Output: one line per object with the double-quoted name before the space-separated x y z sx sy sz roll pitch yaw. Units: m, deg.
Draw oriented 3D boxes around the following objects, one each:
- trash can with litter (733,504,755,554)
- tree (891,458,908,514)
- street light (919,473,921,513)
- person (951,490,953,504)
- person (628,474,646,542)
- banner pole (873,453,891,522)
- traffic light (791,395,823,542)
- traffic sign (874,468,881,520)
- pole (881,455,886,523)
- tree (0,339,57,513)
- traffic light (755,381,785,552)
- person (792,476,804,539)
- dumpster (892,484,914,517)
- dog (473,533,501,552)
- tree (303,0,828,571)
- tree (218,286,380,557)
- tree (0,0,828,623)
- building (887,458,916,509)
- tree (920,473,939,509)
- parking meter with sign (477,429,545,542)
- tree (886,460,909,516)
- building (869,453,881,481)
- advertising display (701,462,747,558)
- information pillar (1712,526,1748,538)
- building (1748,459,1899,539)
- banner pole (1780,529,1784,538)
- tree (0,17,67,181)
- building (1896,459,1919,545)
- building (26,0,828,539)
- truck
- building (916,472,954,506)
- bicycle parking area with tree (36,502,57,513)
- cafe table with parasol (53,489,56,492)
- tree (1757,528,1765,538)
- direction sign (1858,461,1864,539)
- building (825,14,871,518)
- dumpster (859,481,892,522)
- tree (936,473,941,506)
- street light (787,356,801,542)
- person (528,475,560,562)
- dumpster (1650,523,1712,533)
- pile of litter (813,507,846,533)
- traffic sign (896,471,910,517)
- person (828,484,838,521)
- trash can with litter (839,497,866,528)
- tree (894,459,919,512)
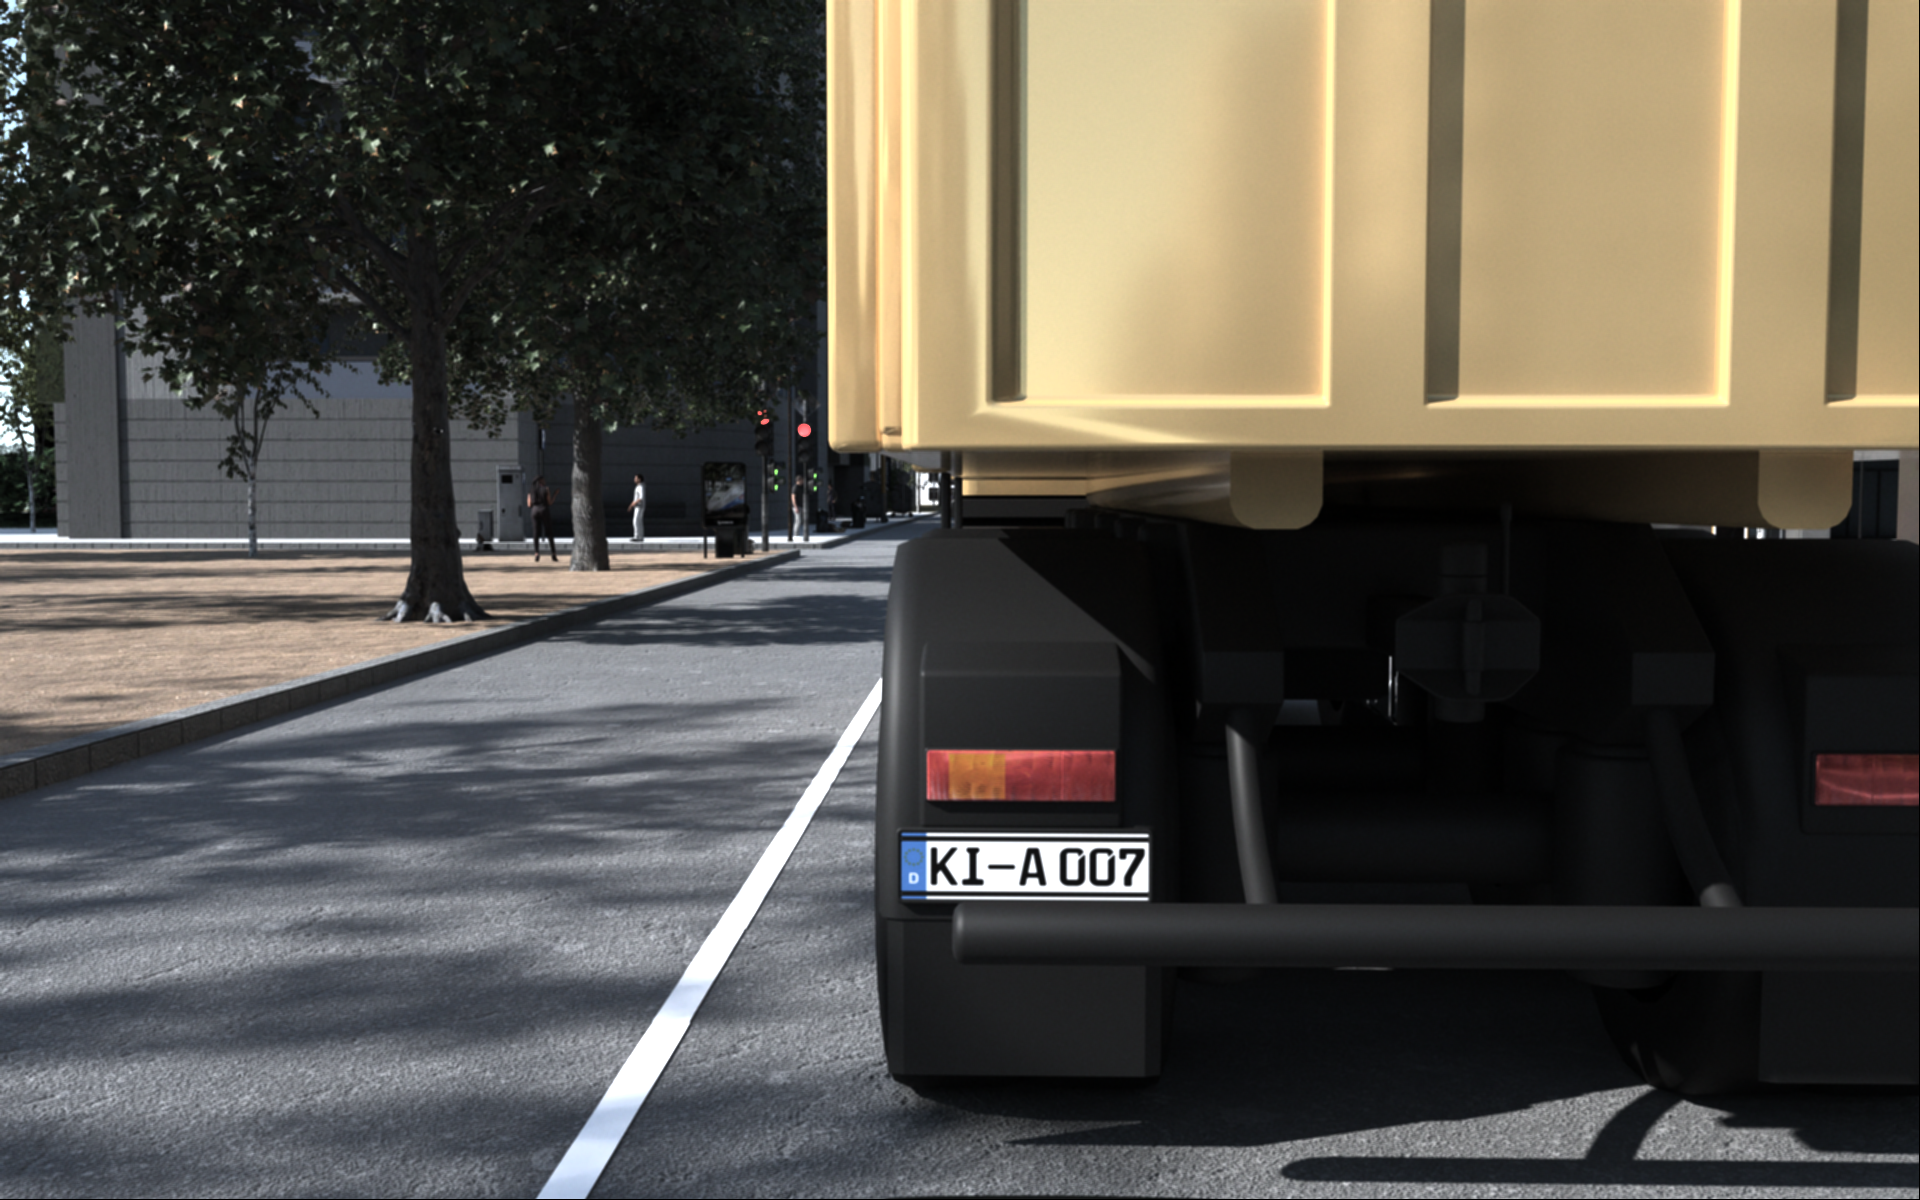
"trash can with litter" -4.731 -1.558 36.859 0.624 1.170 1.055 0 4 6
"tree" -3.802 -12.203 109.887 12.009 13.543 11.850 0 3 0
"street light" -2.735 -8.838 117.292 0.468 5.910 1.993 0 4 1
"person" -0.649 -6.255 111.441 0.621 1.740 0.551 0 4 2
"person" -8.655 -2.454 46.314 0.789 1.805 0.875 -1 4 -14
"banner pole" -3.569 -5.471 79.473 0.863 3.779 0.401 0 4 5
"traffic light" -4.114 -3.516 46.415 0.839 4.253 0.868 0 4 1
"traffic sign" -3.835 -5.145 84.229 0.768 2.556 0.104 1 4 8
"pole" -3.360 -5.035 76.171 0.158 3.312 0.155 0 3 0
"tree" -58.549 -12.768 110.578 13.155 14.587 18.604 0 4 -8
"traffic light" -4.314 -3.028 38.432 0.839 4.253 0.868 0 4 1
"person" -4.568 -2.628 49.147 0.434 1.807 0.598 1 4 19
"dumpster" -3.245 -5.542 96.372 1.264 1.857 1.865 0 4 1
"dog" -10.617 -1.294 38.885 0.748 0.427 0.550 -2 4 -31
"tree" -6.111 -7.464 28.689 9.857 13.997 8.962 0 3 0
"tree" -14.322 -5.197 35.331 4.360 8.622 3.978 0 3 0
"tree" -5.485 -6.137 17.353 9.611 12.733 9.660 0 3 0
"building" -13.242 -18.031 161.265 16.747 18.905 31.486 0 4 1
"tree" -2.230 -12.311 151.648 4.360 8.622 3.978 0 3 0
"parking meter with sign" -11.982 -3.056 46.232 1.738 3.016 0.543 0 4 -5
"tree" -3.679 -6.418 99.533 1.663 3.219 1.824 0 3 0
"building" -12.070 -22.053 216.985 11.380 20.091 16.016 0 4 1
"advertising display" -4.733 -1.806 34.744 0.974 1.923 0.123 -3 4 -37
"information pillar" 6.961 -0.682 15.649 0.304 2.012 0.304 2 4 24
"building" 29.213 -37.780 55.957 20.611 71.187 20.563 0 4 1
"banner pole" 18.429 -2.950 38.246 0.863 3.779 0.401 0 4 8
"tree" -15.393 -4.684 26.944 4.737 8.622 4.395 0 3 0
"building" 17.786 -22.189 12.906 14.600 45.320 14.200 0 4 1
"building" -16.743 -31.795 61.852 21.231 58.520 28.212 0 4 1
"truck" 1.171 -0.725 7.784 3.469 3.379 9.791 0 4 2
"building" 8.161 -16.552 212.770 28.070 9.664 9.099 0 4 1
"bicycle parking area with tree" -39.692 -6.008 85.232 8.231 4.147 9.016 2 4 25
"cafe table with parasol" -50.389 -5.758 99.006 2.610 1.966 2.610 -2 4 -32
"tree" 14.462 -4.970 31.623 4.360 8.622 3.978 0 3 0
"direction sign" 20.075 -2.847 38.540 0.379 3.537 0.876 0 4 2
"building" -12.471 -19.763 94.834 14.160 30.474 14.107 0 4 1
"dumpster" -3.858 -4.390 77.527 1.264 1.857 1.865 0 4 2
"tree" -2.172 -15.639 181.457 9.928 11.665 9.643 0 3 0
"street light" -4.588 -4.519 46.670 0.468 5.910 1.993 0 4 1
"person" -7.904 -1.553 32.908 0.593 1.643 0.415 -3 5 -42
"dumpster" 6.867 -0.693 17.091 1.264 1.857 1.865 0 4 2
"pile of litter" -4.363 -2.681 57.800 1.176 0.858 1.719 0 4 2
"traffic sign" -3.119 -5.806 95.040 0.768 2.556 0.104 0 4 8
"person" -6.343 -4.716 83.686 0.750 1.759 0.617 -3 5 -41
"trash can with litter" -4.021 -3.259 64.666 1.055 1.170 0.624 2 4 26
"tree" -3.179 -10.458 121.343 4.737 8.622 4.395 0 3 0
